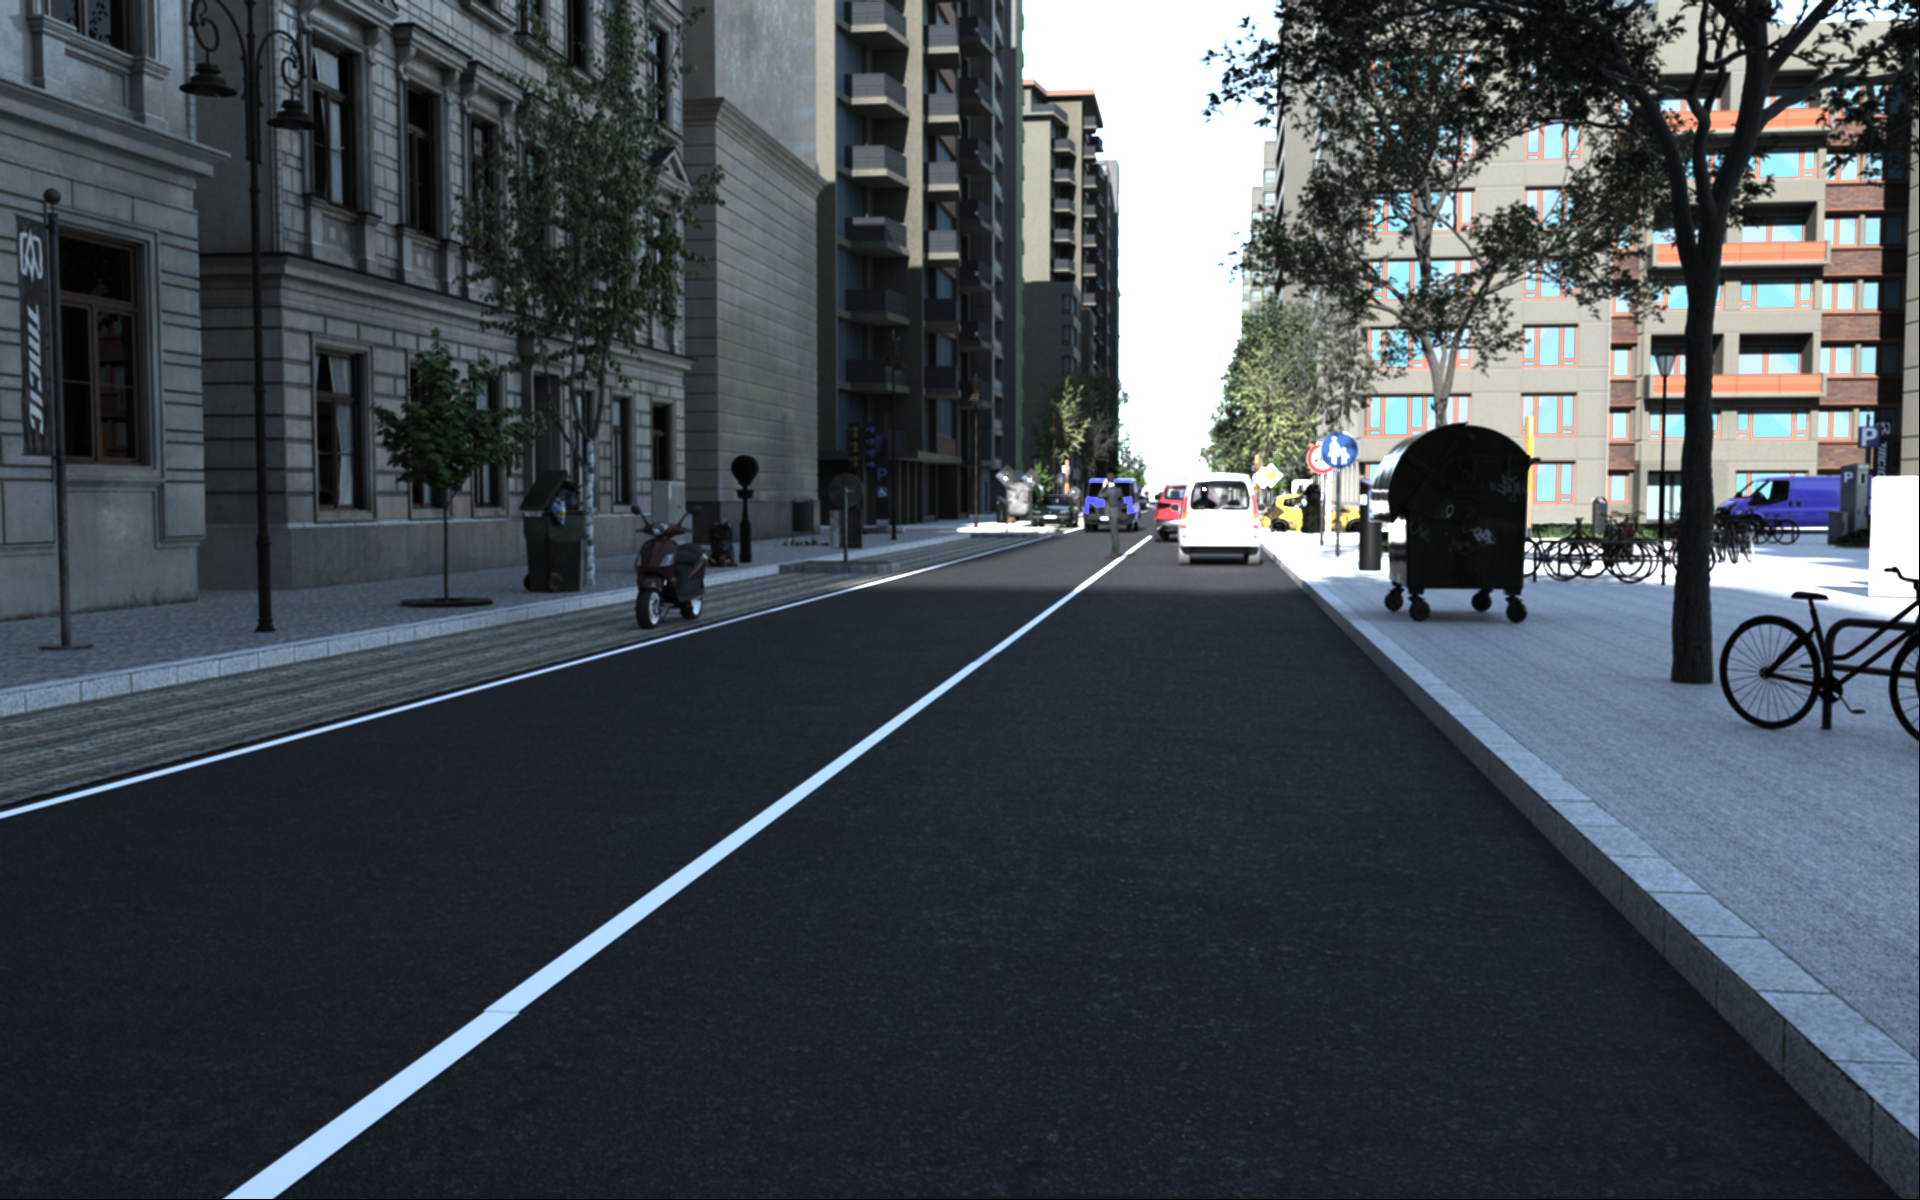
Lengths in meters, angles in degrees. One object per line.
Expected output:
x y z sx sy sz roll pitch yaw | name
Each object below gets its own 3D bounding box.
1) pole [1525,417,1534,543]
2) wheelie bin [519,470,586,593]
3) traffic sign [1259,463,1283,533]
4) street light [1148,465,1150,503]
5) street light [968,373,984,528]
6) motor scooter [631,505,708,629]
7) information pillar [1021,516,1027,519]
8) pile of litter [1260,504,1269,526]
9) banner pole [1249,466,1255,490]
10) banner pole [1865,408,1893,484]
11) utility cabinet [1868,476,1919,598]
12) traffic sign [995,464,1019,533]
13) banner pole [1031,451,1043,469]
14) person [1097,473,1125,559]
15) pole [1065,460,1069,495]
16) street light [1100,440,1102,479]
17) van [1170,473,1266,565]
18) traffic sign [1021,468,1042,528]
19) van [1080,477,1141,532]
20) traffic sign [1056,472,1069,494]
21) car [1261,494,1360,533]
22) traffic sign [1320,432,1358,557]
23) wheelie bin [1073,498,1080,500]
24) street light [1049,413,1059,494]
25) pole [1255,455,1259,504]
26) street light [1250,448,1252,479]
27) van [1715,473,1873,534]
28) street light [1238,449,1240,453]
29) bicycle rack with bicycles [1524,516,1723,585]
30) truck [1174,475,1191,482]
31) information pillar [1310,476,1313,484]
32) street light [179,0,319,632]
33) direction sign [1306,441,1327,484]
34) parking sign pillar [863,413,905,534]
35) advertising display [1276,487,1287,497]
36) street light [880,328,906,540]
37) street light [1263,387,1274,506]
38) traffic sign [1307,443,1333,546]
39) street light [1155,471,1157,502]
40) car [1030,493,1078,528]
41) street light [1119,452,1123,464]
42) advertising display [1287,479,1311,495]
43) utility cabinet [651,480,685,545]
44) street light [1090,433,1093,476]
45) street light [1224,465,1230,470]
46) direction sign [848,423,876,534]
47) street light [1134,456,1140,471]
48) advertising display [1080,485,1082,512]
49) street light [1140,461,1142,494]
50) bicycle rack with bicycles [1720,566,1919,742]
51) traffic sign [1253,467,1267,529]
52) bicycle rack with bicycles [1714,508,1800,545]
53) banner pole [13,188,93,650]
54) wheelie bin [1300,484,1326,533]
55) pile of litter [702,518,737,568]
14.992 -3.170 45.680 0.158 3.312 0.155 0 3 0 | pole
-5.360 -0.914 22.846 0.693 1.594 0.980 -3 5 -44 | wheelie bin
10.116 -3.226 56.384 0.795 2.450 0.064 1 4 8 | traffic sign
28.027 -17.352 256.487 0.468 5.910 1.993 1 4 8 | street light
0.616 -5.701 66.004 0.468 5.910 1.993 1 4 8 | street light
-3.173 -0.385 19.064 0.815 1.314 1.986 1 4 9 | motor scooter
3.363 -5.288 90.954 0.304 2.012 0.304 1 4 14 | information pillar
12.494 -3.433 70.098 1.176 0.858 1.719 1 4 14 | pile of litter
21.265 -8.321 126.065 0.863 3.779 0.401 1 4 9 | banner pole
26.476 -3.674 50.090 0.863 3.779 0.401 2 4 31 | banner pole
11.782 -0.761 21.129 1.173 1.500 0.318 2 4 35 | utility cabinet
1.562 -3.302 57.628 0.795 2.450 0.064 1 4 8 | traffic sign
4.548 -6.774 100.766 0.863 3.779 0.401 0 4 8 | banner pole
3.328 -1.863 38.327 0.474 1.900 0.648 2 4 28 | person
6.392 -6.707 103.507 0.158 3.312 0.155 0 3 0 | pole
11.572 -10.374 142.405 0.468 5.910 1.993 1 4 8 | street light
5.415 -1.791 36.295 2.013 2.044 4.112 0 4 8 | van
2.697 -3.785 65.532 0.795 2.450 0.064 1 4 8 | traffic sign
5.896 -3.833 67.051 2.240 2.365 5.245 1 4 9 | van
5.976 -6.176 101.086 0.768 2.556 0.104 1 4 12 | traffic sign
12.294 -2.992 59.141 3.980 1.641 2.015 1 4 9 | car
7.742 -2.160 35.429 0.768 2.556 0.104 1 4 18 | traffic sign
8.481 -7.314 127.492 0.693 1.594 0.980 1 4 8 | wheelie bin
5.296 -7.639 97.681 0.468 5.910 1.993 1 4 8 | street light
15.455 -5.889 90.135 0.158 3.312 0.155 0 3 0 | pole
17.745 -8.133 105.756 0.468 5.910 1.993 1 4 8 | street light
28.449 -3.326 58.765 5.245 2.365 2.240 0 4 7 | van
23.841 -10.779 149.030 0.468 5.910 1.993 1 4 8 | street light
9.513 -0.757 25.757 2.925 0.926 2.852 2 4 31 | bicycle rack with bicycles
31.438 -15.552 244.031 2.967 4.110 18.799 0 4 8 | truck
17.440 -5.785 85.937 0.183 3.616 0.504 1 4 17 | information pillar
-6.482 -2.642 15.983 0.468 5.910 1.993 1 4 8 | street light
15.205 -5.009 73.894 0.876 3.537 0.379 0 4 2 | direction sign
-2.549 -4.181 56.835 1.447 3.967 1.447 0 4 -2 | parking sign pillar
17.078 -5.302 91.908 0.123 1.923 0.974 3 5 41 | advertising display
-1.857 -4.631 48.504 0.468 5.910 1.993 1 4 8 | street light
13.151 -6.194 74.067 0.468 5.910 1.993 1 4 8 | street light
9.011 -2.629 43.097 0.768 2.556 0.104 1 4 9 | traffic sign
32.567 -19.290 288.184 0.468 5.910 1.993 1 4 8 | street light
4.048 -3.914 73.784 2.009 1.686 4.222 1 4 9 | car
16.243 -12.312 174.083 0.468 5.910 1.993 1 4 8 | street light
14.404 -4.166 73.332 0.974 1.923 0.123 -1 4 -23 | advertising display
-4.804 -1.220 28.620 0.318 1.500 1.173 0 4 4 | utility cabinet
9.835 -9.577 129.378 0.468 5.910 1.993 1 4 8 | street light
35.903 -15.911 232.926 0.468 5.910 1.993 1 4 8 | street light
-3.133 -3.878 55.407 0.876 3.537 0.379 0 4 -8 | direction sign
20.806 -14.250 205.777 0.468 5.910 1.993 1 4 8 | street light
8.995 -7.488 127.646 0.123 1.923 0.974 1 4 11 | advertising display
23.411 -15.382 224.287 0.468 5.910 1.993 1 4 8 | street light
5.842 0.281 8.796 2.852 0.926 2.925 -1 4 -23 | bicycle rack with bicycles
11.251 -3.709 64.289 0.795 2.450 0.064 1 4 8 | traffic sign
20.447 -1.937 45.058 2.852 0.926 2.925 -2 4 -35 | bicycle rack with bicycles
-7.426 -1.471 14.071 0.401 3.779 0.863 0 4 -3 | banner pole
11.588 -2.984 56.692 0.693 1.594 0.980 3 5 43 | wheelie bin
-4.506 -1.035 30.884 1.176 0.858 1.719 0 4 5 | pile of litter
